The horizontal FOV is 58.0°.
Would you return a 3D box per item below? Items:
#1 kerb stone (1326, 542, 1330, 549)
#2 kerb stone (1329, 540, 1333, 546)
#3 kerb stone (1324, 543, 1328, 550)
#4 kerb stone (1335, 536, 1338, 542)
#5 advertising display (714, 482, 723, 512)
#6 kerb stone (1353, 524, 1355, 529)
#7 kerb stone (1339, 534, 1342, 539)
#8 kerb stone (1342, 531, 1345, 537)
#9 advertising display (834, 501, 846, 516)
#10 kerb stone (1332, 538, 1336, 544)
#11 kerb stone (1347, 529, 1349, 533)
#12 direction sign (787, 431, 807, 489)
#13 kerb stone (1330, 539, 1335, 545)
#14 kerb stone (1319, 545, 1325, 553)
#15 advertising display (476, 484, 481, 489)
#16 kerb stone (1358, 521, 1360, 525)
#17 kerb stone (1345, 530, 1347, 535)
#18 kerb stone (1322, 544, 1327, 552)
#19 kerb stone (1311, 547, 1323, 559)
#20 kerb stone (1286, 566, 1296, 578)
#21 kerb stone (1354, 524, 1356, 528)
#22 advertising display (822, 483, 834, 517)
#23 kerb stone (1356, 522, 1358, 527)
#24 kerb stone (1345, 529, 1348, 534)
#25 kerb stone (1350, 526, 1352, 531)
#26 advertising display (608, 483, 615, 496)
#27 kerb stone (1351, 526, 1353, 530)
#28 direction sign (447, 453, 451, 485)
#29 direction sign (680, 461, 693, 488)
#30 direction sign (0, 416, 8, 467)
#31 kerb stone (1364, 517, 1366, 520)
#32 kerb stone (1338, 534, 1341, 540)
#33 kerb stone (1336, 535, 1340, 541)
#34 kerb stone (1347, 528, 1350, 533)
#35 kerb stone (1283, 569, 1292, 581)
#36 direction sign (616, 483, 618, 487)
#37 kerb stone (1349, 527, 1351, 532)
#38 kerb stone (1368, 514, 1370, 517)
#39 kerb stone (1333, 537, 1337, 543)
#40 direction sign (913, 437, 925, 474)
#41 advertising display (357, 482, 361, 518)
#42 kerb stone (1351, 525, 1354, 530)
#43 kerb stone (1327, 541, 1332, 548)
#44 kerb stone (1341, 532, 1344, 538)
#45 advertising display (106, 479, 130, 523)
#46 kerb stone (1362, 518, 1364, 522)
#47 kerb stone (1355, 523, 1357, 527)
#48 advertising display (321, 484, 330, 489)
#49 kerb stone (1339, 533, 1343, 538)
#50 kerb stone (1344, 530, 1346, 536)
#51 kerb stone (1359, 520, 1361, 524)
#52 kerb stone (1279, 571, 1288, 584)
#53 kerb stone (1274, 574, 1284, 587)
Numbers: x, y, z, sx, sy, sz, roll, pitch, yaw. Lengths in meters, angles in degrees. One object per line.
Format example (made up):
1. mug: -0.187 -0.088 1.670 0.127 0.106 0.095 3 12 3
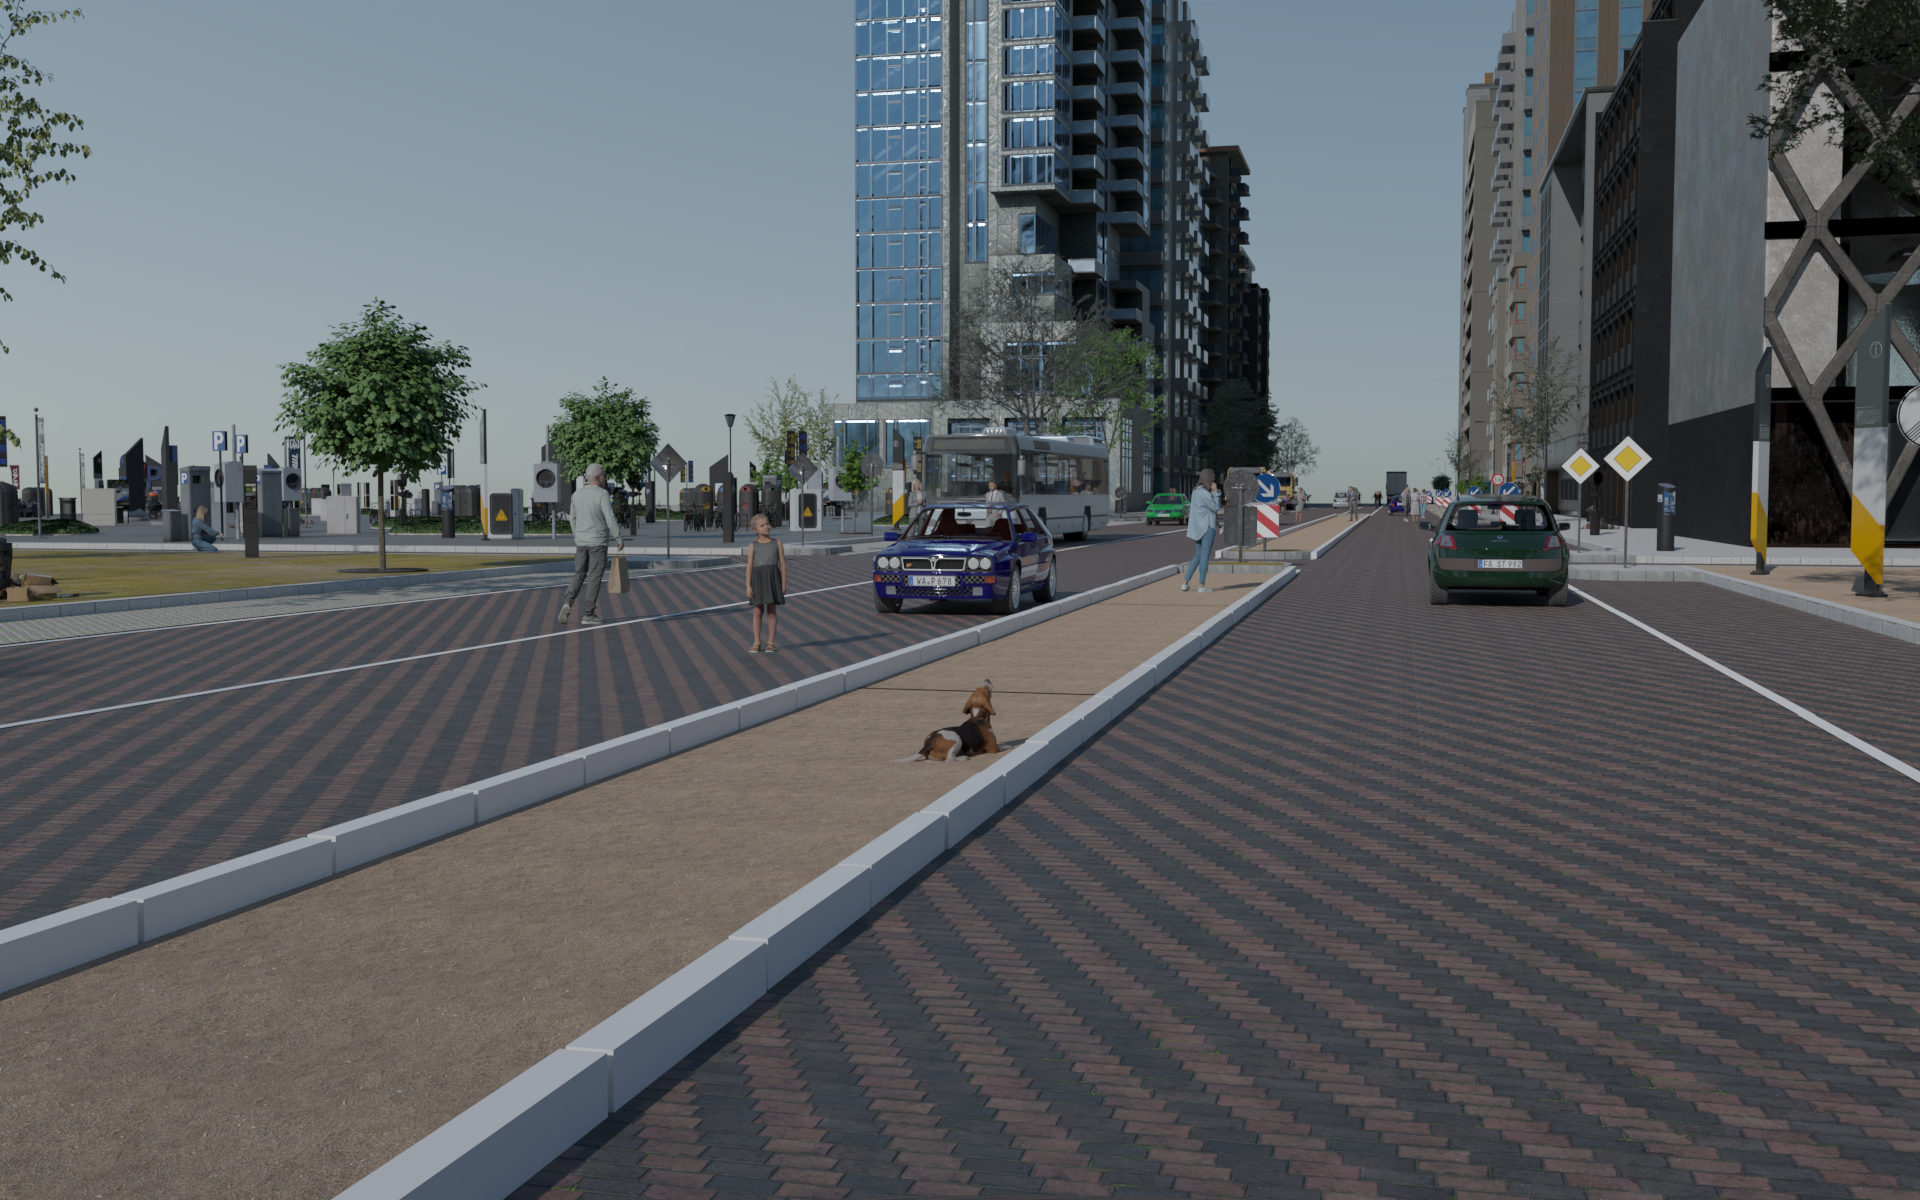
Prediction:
1. kerb stone: 9.203 -1.317 43.796 0.120 0.150 1.000 1 4 14
2. kerb stone: 9.719 -1.442 45.777 0.120 0.150 1.000 1 4 14
3. kerb stone: 8.958 -1.257 42.798 0.120 0.150 1.000 1 4 14
4. kerb stone: 10.717 -1.682 49.742 0.120 0.150 1.000 1 4 14
5. advertising display: -13.150 -5.554 96.025 0.974 1.923 0.123 1 4 20
6. kerb stone: 15.253 -2.779 67.631 0.120 0.150 1.000 1 4 14
7. kerb stone: 11.475 -1.859 52.727 0.120 0.150 1.000 1 4 14
8. kerb stone: 12.227 -2.047 55.712 0.120 0.150 1.000 1 4 14
9. advertising display: -6.984 -5.763 99.446 0.974 1.923 0.123 -3 4 -38
10. kerb stone: 10.218 -1.562 47.759 0.120 0.150 1.000 1 4 14
11. kerb stone: 13.240 -2.290 59.686 0.120 0.150 1.000 1 4 14
12. direction sign: -5.846 -4.292 62.175 0.876 3.537 0.379 -3 5 -42
13. kerb stone: 9.972 -1.497 46.768 0.120 0.150 1.000 1 4 14
14. kerb stone: 8.455 -1.136 40.803 0.120 0.150 1.000 1 4 14
15. advertising display: -32.291 -6.824 116.790 0.123 1.923 0.974 2 4 24
16. kerb stone: 17.265 -3.260 75.590 0.120 0.150 1.000 1 4 14
17. kerb stone: 12.737 -2.171 57.692 0.120 0.150 1.000 1 4 14
18. kerb stone: 8.711 -1.196 41.800 0.120 0.150 1.000 1 4 14
19. kerb stone: 8.207 -1.077 39.808 0.120 0.150 1.000 1 4 14
20. kerb stone: 5.560 -0.439 29.374 0.120 0.150 1.000 1 4 14
21. kerb stone: 15.500 -2.834 68.634 0.120 0.150 1.000 1 4 14
22. advertising display: -7.781 -5.699 98.386 0.974 1.923 0.123 -2 4 -32
23. kerb stone: 16.514 -3.083 72.606 0.120 0.150 1.000 1 4 14
24. kerb stone: 12.989 -2.232 58.685 0.120 0.150 1.000 1 4 14
25. kerb stone: 14.245 -2.536 63.662 0.120 0.150 1.000 1 4 14
26. advertising display: -20.198 -5.776 99.658 0.123 1.923 0.974 2 4 27
27. kerb stone: 14.500 -2.597 64.654 0.120 0.150 1.000 1 4 14
28. direction sign: -25.265 -5.732 85.722 0.379 3.537 0.876 0 4 -5
29. direction sign: -18.443 -7.645 116.992 0.876 3.537 0.379 -1 4 -18
30. direction sign: -28.018 -3.551 50.059 0.876 3.537 0.379 -2 4 -30
31. kerb stone: 20.540 -4.056 88.514 0.120 0.150 1.000 1 4 14
32. kerb stone: 11.220 -1.807 51.736 0.120 0.150 1.000 1 4 14
33. kerb stone: 10.971 -1.746 50.741 0.120 0.150 1.000 1 4 14
34. kerb stone: 13.494 -2.354 60.676 0.120 0.150 1.000 1 4 14
35. kerb stone: 5.313 -0.373 28.382 0.120 0.150 1.000 1 4 14
36. direction sign: -17.966 -6.036 90.690 0.876 3.537 0.379 3 4 36
37. kerb stone: 13.986 -2.476 62.670 0.120 0.150 1.000 1 4 14
38. kerb stone: 23.306 -4.724 99.438 0.120 0.150 1.000 1 4 14
39. kerb stone: 10.475 -1.624 48.749 0.120 0.150 1.000 1 4 14
40. direction sign: -1.405 -4.666 68.290 0.876 3.537 0.379 1 4 8
41. advertising display: -32.617 -5.433 94.037 0.123 1.923 0.974 -1 4 -14
42. kerb stone: 14.747 -2.658 65.647 0.120 0.150 1.000 1 4 14
43. kerb stone: 9.465 -1.382 44.787 0.120 0.150 1.000 1 4 14
44. kerb stone: 11.982 -1.989 54.718 0.120 0.150 1.000 1 4 14
45. advertising display: -36.780 -4.311 75.701 0.123 1.923 0.974 2 4 34
46. kerb stone: 19.282 -3.753 83.553 0.120 0.150 1.000 1 4 14
47. kerb stone: 16.011 -2.959 70.618 0.120 0.150 1.000 1 4 14
48. advertising display: -41.475 -6.606 113.228 0.123 1.923 0.974 0 4 7
49. kerb stone: 11.721 -1.928 53.718 0.120 0.150 1.000 1 4 14
50. kerb stone: 12.487 -2.110 56.701 0.120 0.150 1.000 1 4 14
51. kerb stone: 17.778 -3.387 77.576 0.120 0.150 1.000 1 4 14
52. kerb stone: 5.059 -0.317 27.385 0.120 0.150 1.000 1 4 14
53. kerb stone: 4.807 -0.256 26.393 0.120 0.150 1.000 1 4 14
